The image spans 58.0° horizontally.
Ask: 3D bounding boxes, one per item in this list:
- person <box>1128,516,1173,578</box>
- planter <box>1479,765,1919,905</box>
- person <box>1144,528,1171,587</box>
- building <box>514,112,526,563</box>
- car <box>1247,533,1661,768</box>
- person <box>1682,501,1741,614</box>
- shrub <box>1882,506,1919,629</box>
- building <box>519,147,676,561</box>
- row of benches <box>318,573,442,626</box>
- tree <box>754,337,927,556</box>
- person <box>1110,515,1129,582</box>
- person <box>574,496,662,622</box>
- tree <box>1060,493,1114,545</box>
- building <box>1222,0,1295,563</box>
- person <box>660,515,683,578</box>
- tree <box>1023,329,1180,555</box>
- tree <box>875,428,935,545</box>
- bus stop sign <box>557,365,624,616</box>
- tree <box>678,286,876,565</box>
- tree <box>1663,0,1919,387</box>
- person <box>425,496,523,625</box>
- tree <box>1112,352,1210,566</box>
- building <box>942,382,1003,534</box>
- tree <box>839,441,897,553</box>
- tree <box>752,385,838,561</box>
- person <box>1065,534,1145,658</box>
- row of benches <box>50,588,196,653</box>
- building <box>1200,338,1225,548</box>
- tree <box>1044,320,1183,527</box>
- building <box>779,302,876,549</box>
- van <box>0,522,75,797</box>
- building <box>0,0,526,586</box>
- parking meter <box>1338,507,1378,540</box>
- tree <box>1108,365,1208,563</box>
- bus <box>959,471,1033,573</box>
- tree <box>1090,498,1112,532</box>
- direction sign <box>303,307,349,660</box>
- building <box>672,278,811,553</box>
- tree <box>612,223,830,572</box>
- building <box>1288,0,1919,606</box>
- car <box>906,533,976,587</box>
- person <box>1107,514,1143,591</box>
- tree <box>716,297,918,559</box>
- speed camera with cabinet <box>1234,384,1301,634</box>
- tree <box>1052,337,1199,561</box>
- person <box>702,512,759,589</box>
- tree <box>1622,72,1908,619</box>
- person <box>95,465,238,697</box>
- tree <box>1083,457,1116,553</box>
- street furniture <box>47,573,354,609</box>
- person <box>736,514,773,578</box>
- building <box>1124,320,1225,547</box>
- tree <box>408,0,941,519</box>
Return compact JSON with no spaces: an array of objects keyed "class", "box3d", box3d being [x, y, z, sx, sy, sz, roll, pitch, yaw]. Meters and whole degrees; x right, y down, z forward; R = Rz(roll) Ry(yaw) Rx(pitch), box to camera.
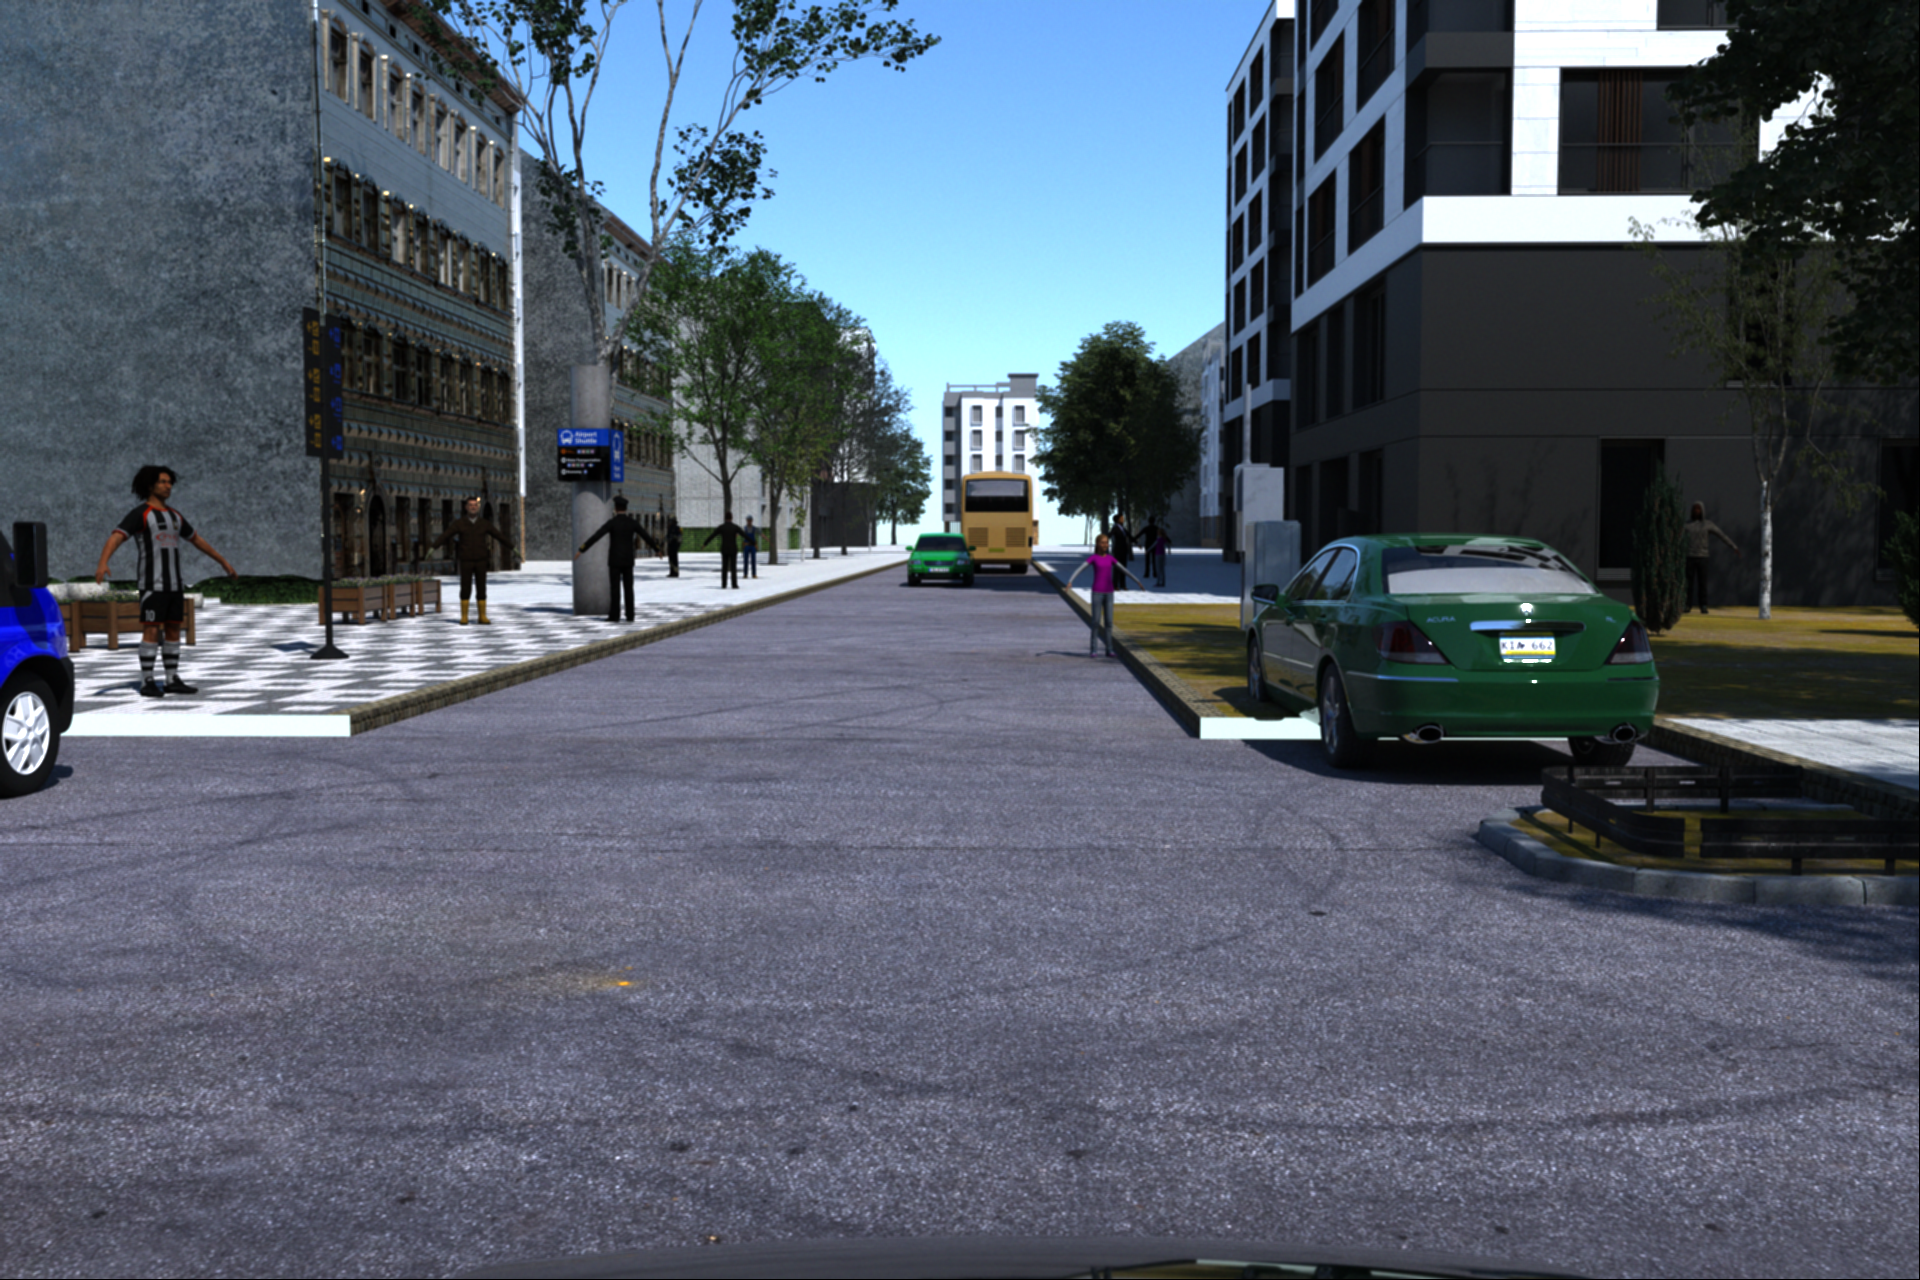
[{"class":"person","box3d":[5.615,-2.737,50.932,1.347,1.806,0.705,0,4,-7]},{"class":"planter","box3d":[3.409,0.823,7.689,1.991,0.319,1.994,0,4,2]},{"class":"person","box3d":[4.817,-2.007,42.075,0.599,1.433,0.991,3,5,44]},{"class":"building","box3d":[-24.586,-12.674,63.638,16.016,20.090,11.380,0,4,2]},{"class":"car","box3d":[3.180,-0.013,12.016,2.131,1.459,4.920,0,3,0]},{"class":"person","box3d":[11.905,-1.338,28.008,1.348,1.813,0.705,2,4,30]},{"class":"shrub","box3d":[12.431,-1.049,21.568,1.690,2.028,1.600,0,3,0]},{"class":"building","box3d":[-25.910,-15.902,90.919,19.493,23.208,18.063,0,4,1]},{"class":"row of benches","box3d":[-8.705,-0.651,26.101,1.422,0.672,4.104,0,4,-1]},{"class":"tree","box3d":[-7.080,-11.805,103.386,12.009,13.543,11.850,0,3,0]},{"class":"person","box3d":[4.208,-2.441,46.104,0.705,1.806,1.347,-1,4,-10]},{"class":"person","box3d":[-4.958,-1.184,25.299,1.347,1.837,0.705,-2,4,-31]},{"class":"tree","box3d":[15.553,-16.831,209.592,7.601,10.594,8.767,0,4,6]},{"class":"building","box3d":[26.190,-14.561,82.052,27.936,21.610,32.646,0,4,1]},{"class":"person","box3d":[-8.494,-2.776,51.159,0.705,1.856,1.354,-2,4,-33]},{"class":"tree","box3d":[8.862,-12.246,106.877,9.857,13.997,8.962,0,3,0]},{"class":"tree","box3d":[-7.776,-18.289,205.682,9.857,13.997,8.962,0,3,0]},{"class":"bus stop sign","box3d":[-5.817,-2.344,27.333,0.837,3.901,0.837,0,4,3]},{"class":"tree","box3d":[-7.585,-8.918,71.568,9.928,11.665,9.643,0,3,0]},{"class":"tree","box3d":[9.030,-6.405,11.382,9.857,13.997,8.962,0,3,0]},{"class":"person","box3d":[-6.894,-1.126,24.540,1.346,1.812,0.704,-2,4,-25]},{"class":"tree","box3d":[8.314,-7.325,70.122,4.360,8.622,3.978,0,3,0]},{"class":"building","box3d":[-1.799,-21.396,208.702,11.380,20.090,16.016,1,4,8]},{"class":"tree","box3d":[-5.963,-10.063,114.889,4.360,8.622,3.978,0,3,0]},{"class":"tree","box3d":[-7.596,-7.985,80.913,4.737,8.622,4.395,0,3,0]},{"class":"person","box3d":[1.668,-0.507,20.012,0.991,1.433,0.599,-1,4,-19]},{"class":"row of benches","box3d":[-10.067,-0.173,18.286,1.422,0.672,4.104,2,4,29]},{"class":"building","box3d":[28.482,-19.036,167.650,16.016,20.090,11.380,0,4,1]},{"class":"tree","box3d":[8.216,-10.677,92.693,7.486,12.596,7.792,0,3,0]},{"class":"building","box3d":[-23.094,-19.879,169.004,27.936,21.610,32.646,0,4,1]},{"class":"van","box3d":[-6.065,-0.205,7.729,2.240,2.365,5.245,0,4,2]},{"class":"building","box3d":[-24.896,-13.493,51.541,19.493,23.208,18.063,0,4,1]},{"class":"parking meter","box3d":[3.791,-0.498,16.546,0.372,1.533,0.369,0,3,0]},{"class":"tree","box3d":[8.649,-7.646,75.378,4.737,8.622,4.395,0,3,0]},{"class":"bus","box3d":[1.344,-4.602,66.789,2.896,3.916,12.252,0,4,0]},{"class":"tree","box3d":[16.839,-15.455,203.051,4.360,8.622,3.978,0,3,0]},{"class":"direction sign","box3d":[-6.501,-1.576,17.759,0.379,3.537,0.876,0,4,2]},{"class":"building","box3d":[-21.899,-16.458,135.539,16.747,18.905,31.486,0,4,2]},{"class":"tree","box3d":[-8.000,-8.135,58.760,9.928,11.665,9.643,0,3,0]},{"class":"building","box3d":[22.474,-12.364,46.125,27.936,21.610,32.646,0,4,1]},{"class":"car","box3d":[-0.514,-2.434,48.599,1.959,1.807,4.718,0,4,1]},{"class":"person","box3d":[3.664,-1.973,38.984,1.216,1.740,0.721,-3,5,-43]},{"class":"tree","box3d":[-7.258,-10.922,88.944,12.009,13.543,11.850,0,3,0]},{"class":"speed camera with cabinet","box3d":[3.949,-1.707,22.252,0.660,3.252,2.038,0,4,2]},{"class":"tree","box3d":[7.831,-9.052,82.412,7.601,10.594,8.767,1,4,10]},{"class":"person","box3d":[-5.411,-2.106,40.653,1.346,1.802,0.704,0,4,3]},{"class":"tree","box3d":[12.267,-4.629,26.053,4.360,8.622,3.978,0,3,0]},{"class":"person","box3d":[-6.332,-0.466,13.755,0.704,1.843,1.345,1,4,23]},{"class":"tree","box3d":[8.997,-10.248,117.922,4.737,8.622,4.395,0,3,0]},{"class":"street furniture","box3d":[-14.650,-0.949,31.143,5.734,0.657,10.072,2,4,24]},{"class":"person","box3d":[-6.079,-2.706,50.099,1.347,1.847,0.705,-1,4,-12]},{"class":"building","box3d":[27.456,-21.534,183.005,19.493,23.208,18.063,0,4,1]},{"class":"tree","box3d":[-7.197,-11.249,39.809,12.611,20.169,13.585,0,3,0]}]
